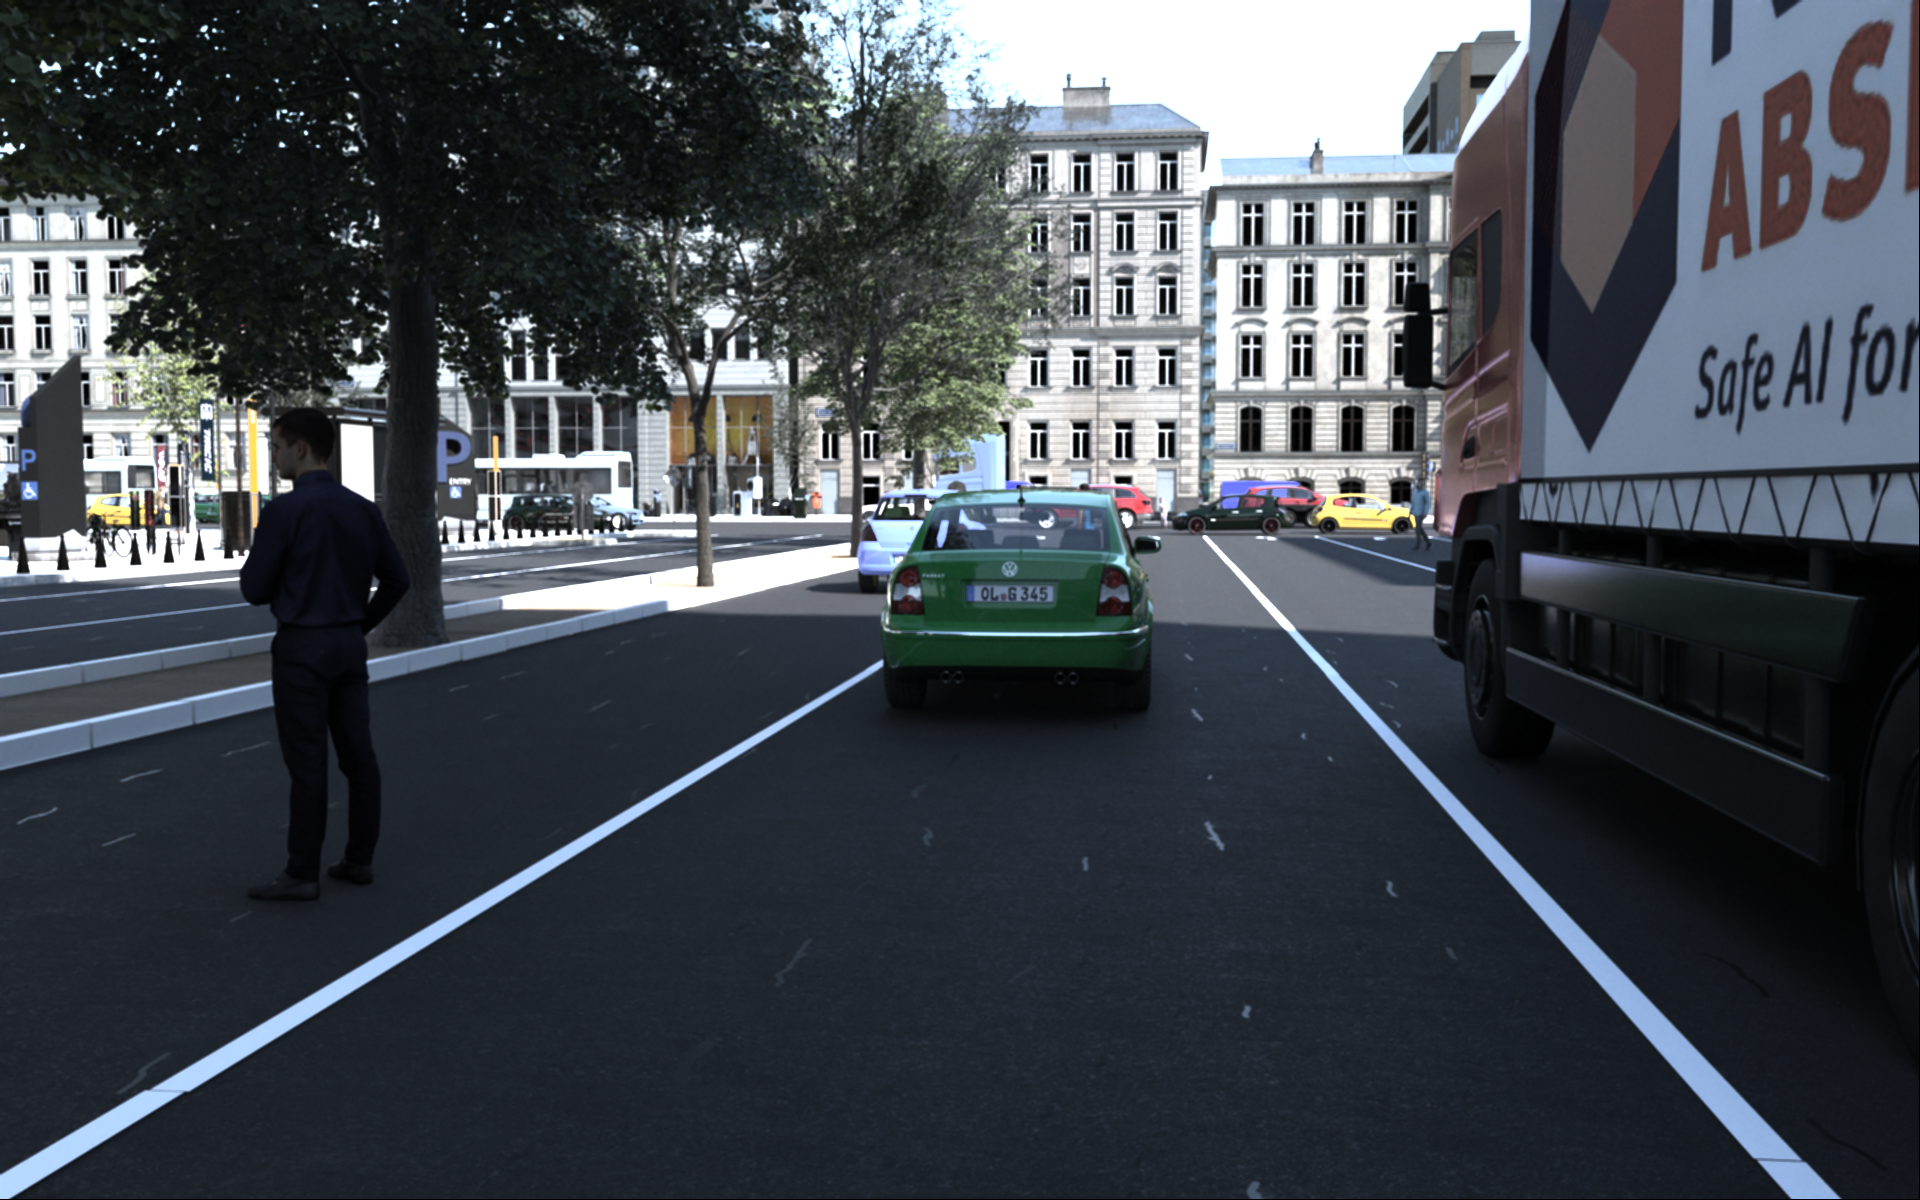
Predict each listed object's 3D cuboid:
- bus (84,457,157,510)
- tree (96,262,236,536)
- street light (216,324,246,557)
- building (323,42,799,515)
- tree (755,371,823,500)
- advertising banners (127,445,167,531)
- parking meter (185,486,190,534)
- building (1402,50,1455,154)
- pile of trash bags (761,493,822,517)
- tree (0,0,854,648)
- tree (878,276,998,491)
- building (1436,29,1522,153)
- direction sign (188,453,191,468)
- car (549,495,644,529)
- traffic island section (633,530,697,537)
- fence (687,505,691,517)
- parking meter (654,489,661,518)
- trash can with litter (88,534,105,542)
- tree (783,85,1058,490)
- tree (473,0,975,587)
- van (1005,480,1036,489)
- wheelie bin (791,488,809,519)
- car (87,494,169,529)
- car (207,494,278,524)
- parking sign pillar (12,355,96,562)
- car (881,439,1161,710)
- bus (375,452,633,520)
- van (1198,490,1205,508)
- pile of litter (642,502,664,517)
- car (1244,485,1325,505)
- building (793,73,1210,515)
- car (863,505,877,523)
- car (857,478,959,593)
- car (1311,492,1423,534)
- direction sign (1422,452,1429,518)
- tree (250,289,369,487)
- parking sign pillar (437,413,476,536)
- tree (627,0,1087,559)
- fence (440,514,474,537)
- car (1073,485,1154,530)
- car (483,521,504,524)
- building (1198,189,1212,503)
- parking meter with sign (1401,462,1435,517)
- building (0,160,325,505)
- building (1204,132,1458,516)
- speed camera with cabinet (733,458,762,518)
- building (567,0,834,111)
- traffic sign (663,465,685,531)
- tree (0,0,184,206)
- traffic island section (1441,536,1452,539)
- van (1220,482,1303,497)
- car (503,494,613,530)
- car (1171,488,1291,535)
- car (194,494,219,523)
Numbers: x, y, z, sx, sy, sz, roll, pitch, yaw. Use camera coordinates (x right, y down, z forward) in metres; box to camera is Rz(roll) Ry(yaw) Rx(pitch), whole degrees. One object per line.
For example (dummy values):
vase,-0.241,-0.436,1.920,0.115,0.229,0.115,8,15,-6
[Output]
bus,-47.393,-5.660,87.399,13.247,3.499,2.948,1,4,8
tree,-23.287,-6.213,51.948,4.737,8.622,4.395,0,3,0
street light,-14.722,-3.824,35.302,0.468,5.910,1.993,0,4,7
building,-24.503,-20.435,111.602,29.804,29.767,11.434,0,4,7
tree,-10.046,-9.288,102.224,4.360,8.622,3.978,0,3,0
advertising banners,-28.628,-3.969,61.084,0.090,3.025,2.074,1,4,12
parking meter,-24.856,-2.876,55.430,0.372,1.533,0.369,0,3,0
building,59.509,-34.388,185.951,21.300,48.544,21.600,0,4,7
pile of trash bags,-9.593,-5.444,98.755,3.447,1.369,1.912,-1,4,-12
tree,-5.198,-6.540,16.050,9.857,13.997,8.962,0,3,0
tree,-0.862,-6.232,54.709,4.360,8.622,3.978,0,3,0
building,54.323,-31.716,168.672,14.600,45.320,14.200,0,4,7
direction sign,-42.276,-6.295,94.913,0.379,3.537,0.876,-1,4,-9
car,-15.340,-3.656,71.779,4.499,1.417,2.014,0,4,6
traffic island section,-9.823,-2.273,59.448,2.009,0.180,2.903,0,4,7
fence,-15.214,-4.982,96.824,0.278,0.683,2.069,0,4,-6
parking meter,-16.508,-5.260,94.418,0.372,1.533,0.369,0,3,0
trash can with litter,-24.053,-2.182,46.738,2.233,1.210,1.678,3,5,39
tree,-1.204,-7.794,48.008,7.486,12.596,7.792,0,3,0
tree,-3.839,-5.489,26.610,8.767,10.594,7.601,0,4,7
van,2.190,-4.799,82.850,5.245,2.365,2.240,1,4,9
wheelie bin,-8.326,-5.045,90.400,0.980,1.594,0.693,1,4,12
car,-33.362,-3.682,70.418,3.980,1.641,2.015,0,4,5
car,-28.302,-3.622,71.017,4.920,1.459,2.131,0,4,8
parking sign pillar,-17.357,-2.729,33.099,1.447,3.967,1.447,1,4,10
car,0.527,-0.253,12.934,1.959,1.807,4.718,0,4,6
bus,-21.343,-5.011,76.788,13.247,3.499,2.948,0,4,5
van,22.170,-9.601,163.981,2.013,2.044,4.112,0,4,7
pile of litter,-17.335,-5.026,96.147,1.719,0.858,1.176,1,4,16
car,14.918,-4.172,76.879,5.304,1.827,2.281,0,4,6
building,2.814,-19.060,108.899,25.104,27.353,12.463,0,4,7
car,-2.888,-4.507,86.049,4.827,1.381,2.083,0,4,6
car,-0.449,-1.022,26.305,1.945,1.707,3.694,0,4,7
car,14.793,-3.229,63.015,3.980,1.641,2.015,1,4,8
direction sign,25.169,-6.218,93.665,0.379,3.537,0.876,3,4,38
tree,-22.308,-6.599,58.252,4.360,8.622,3.978,0,3,0
parking sign pillar,-15.733,-3.991,53.732,1.447,3.967,1.447,-2,4,-35
tree,-2.282,-7.669,38.209,12.009,13.543,11.850,0,3,0
fence,-15.018,-2.200,51.344,0.278,0.683,2.069,1,4,21
car,5.228,-3.787,70.587,5.304,1.827,2.281,0,4,6
car,-23.564,-4.325,83.073,4.827,1.381,2.083,0,4,7
building,45.646,-39.778,269.982,30.456,49.044,23.786,0,4,7
parking meter with sign,25.047,-6.026,94.778,1.738,3.016,0.543,-1,4,-10
building,-54.287,-17.411,117.954,30.059,22.955,16.112,0,4,7
building,32.640,-17.578,106.482,34.723,24.649,14.460,0,4,7
speed camera with cabinet,-11.573,-6.113,94.275,0.660,3.252,2.038,-3,5,-41
building,-24.825,-33.748,171.391,23.786,49.044,30.456,0,4,7
traffic sign,-9.799,-3.409,59.383,0.795,2.450,0.064,0,4,7
tree,-6.084,-5.269,6.736,7.486,12.596,7.792,0,3,0
traffic island section,16.781,-2.080,56.295,2.009,0.180,2.903,0,4,7
van,15.230,-4.886,84.265,5.245,2.365,2.240,0,4,6
car,-15.578,-3.504,67.083,4.222,1.686,2.009,0,4,7
car,9.641,-3.171,61.628,4.222,1.686,2.009,0,4,7
car,-36.319,-4.486,85.140,4.920,1.459,2.131,0,4,7
